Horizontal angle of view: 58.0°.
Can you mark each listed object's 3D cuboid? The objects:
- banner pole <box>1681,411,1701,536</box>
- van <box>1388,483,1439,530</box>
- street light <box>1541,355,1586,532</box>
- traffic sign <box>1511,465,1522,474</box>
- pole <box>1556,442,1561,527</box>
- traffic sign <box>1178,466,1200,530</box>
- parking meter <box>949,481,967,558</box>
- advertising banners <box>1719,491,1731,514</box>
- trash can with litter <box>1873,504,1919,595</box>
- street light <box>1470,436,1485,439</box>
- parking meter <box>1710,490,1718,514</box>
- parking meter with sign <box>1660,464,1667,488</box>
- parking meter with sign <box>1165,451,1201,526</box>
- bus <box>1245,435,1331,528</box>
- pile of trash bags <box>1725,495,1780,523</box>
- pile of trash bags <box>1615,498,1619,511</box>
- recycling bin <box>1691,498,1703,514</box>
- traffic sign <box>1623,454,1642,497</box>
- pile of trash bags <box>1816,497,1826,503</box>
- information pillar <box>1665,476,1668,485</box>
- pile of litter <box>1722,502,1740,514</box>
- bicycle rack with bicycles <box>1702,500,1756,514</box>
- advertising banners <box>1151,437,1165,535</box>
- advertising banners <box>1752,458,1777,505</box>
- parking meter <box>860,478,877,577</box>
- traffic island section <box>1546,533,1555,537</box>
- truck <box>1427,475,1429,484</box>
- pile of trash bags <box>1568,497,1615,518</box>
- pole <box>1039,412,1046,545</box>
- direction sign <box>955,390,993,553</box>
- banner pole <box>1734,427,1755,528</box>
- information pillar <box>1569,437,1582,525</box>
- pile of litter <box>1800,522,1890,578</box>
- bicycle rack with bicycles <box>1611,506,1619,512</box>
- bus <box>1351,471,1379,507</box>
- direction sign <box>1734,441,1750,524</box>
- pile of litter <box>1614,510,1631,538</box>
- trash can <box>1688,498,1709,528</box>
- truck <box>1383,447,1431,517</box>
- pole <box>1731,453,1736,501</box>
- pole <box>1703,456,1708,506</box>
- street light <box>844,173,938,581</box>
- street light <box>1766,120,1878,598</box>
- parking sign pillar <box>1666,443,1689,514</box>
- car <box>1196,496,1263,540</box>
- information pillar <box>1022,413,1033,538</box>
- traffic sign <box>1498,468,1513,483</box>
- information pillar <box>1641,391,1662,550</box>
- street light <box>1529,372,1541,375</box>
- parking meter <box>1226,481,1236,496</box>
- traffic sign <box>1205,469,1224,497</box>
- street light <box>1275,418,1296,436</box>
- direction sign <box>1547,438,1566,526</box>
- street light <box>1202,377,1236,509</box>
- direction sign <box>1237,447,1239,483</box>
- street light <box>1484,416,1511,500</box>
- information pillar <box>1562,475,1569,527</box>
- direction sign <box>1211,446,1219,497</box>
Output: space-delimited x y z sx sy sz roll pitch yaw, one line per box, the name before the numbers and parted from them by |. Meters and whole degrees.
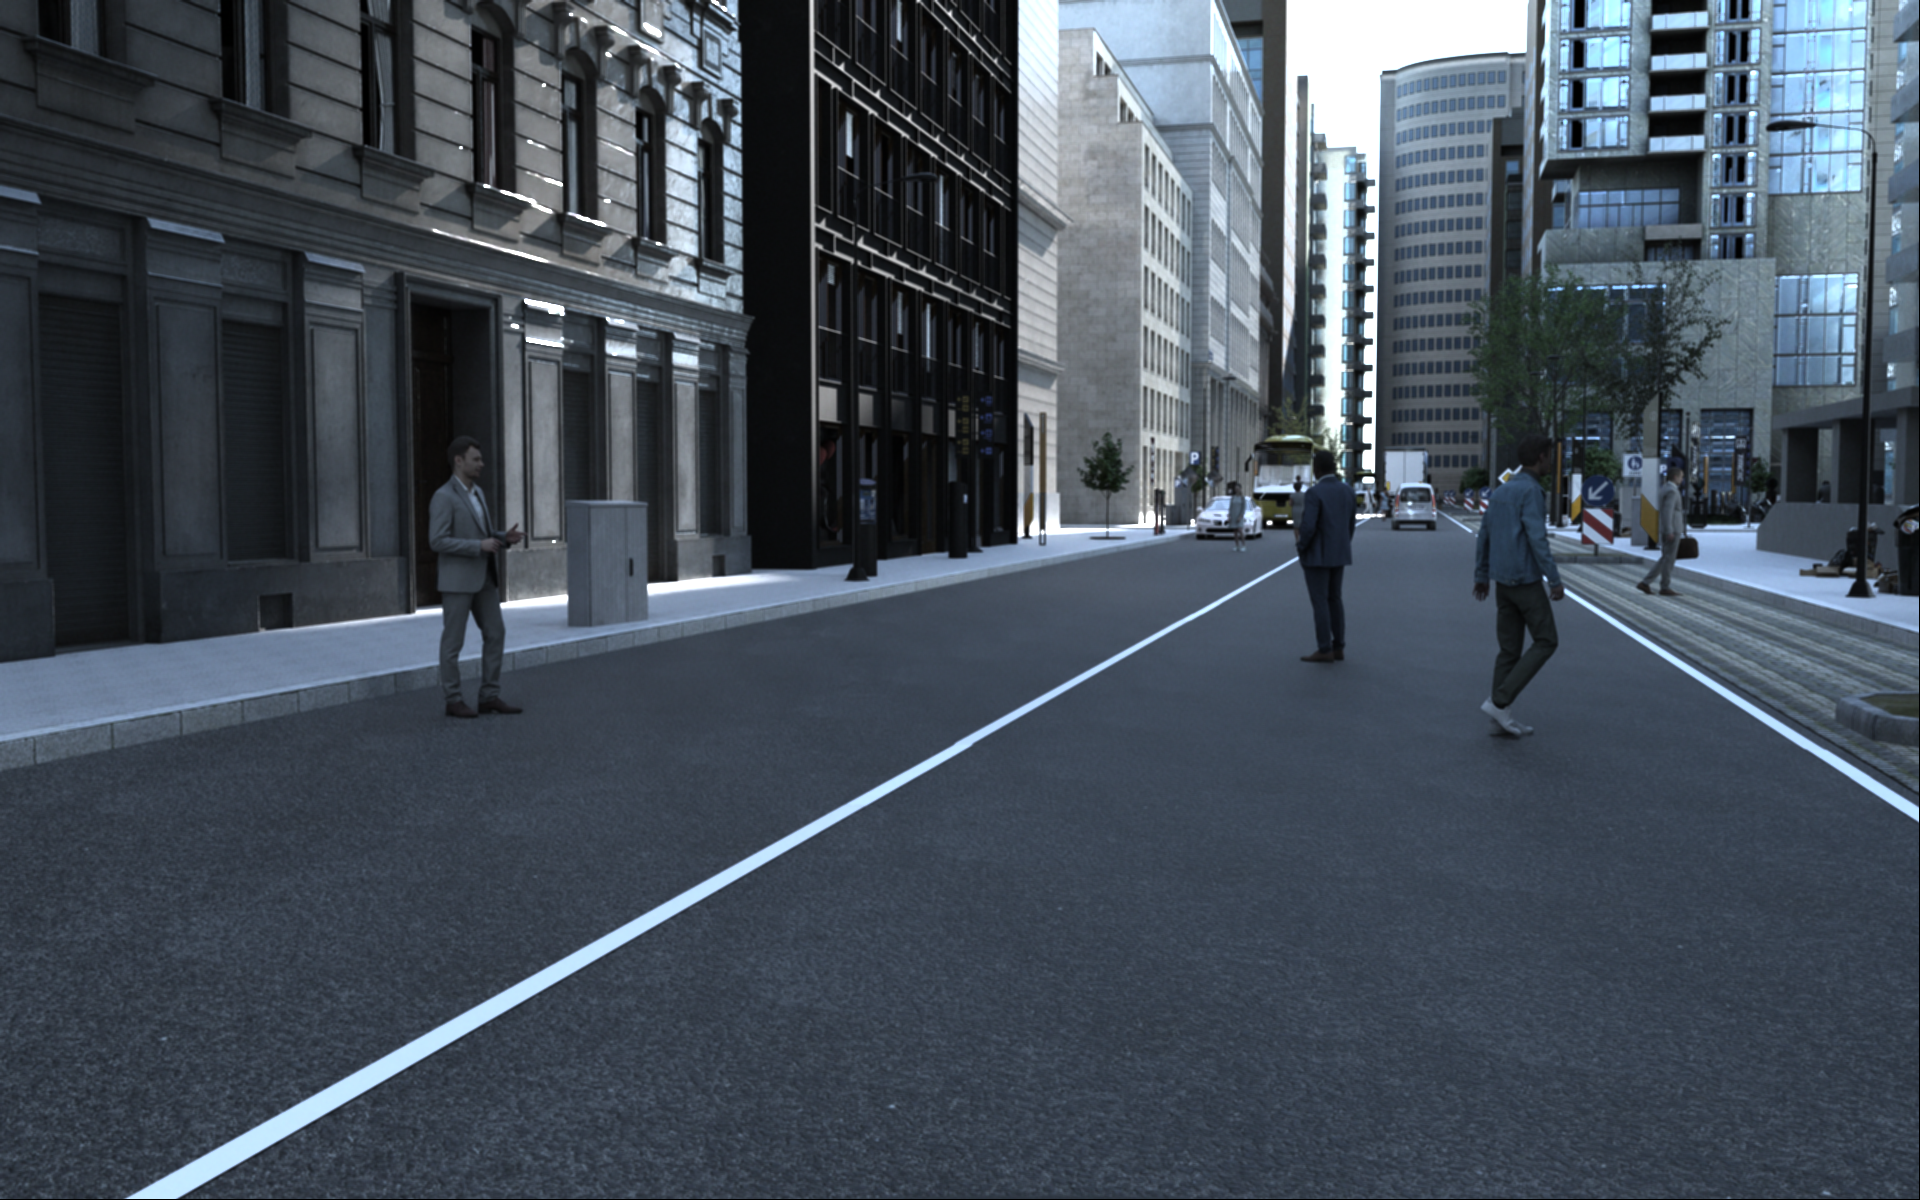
banner pole | 22.223 -3.830 52.629 0.863 3.779 0.401 -2 4 -33
van | 18.302 -3.844 69.868 2.013 2.044 4.112 1 4 13
street light | 20.325 -5.228 58.017 1.470 5.913 1.316 1 4 15
traffic sign | 18.913 -3.351 58.432 0.795 2.450 0.064 1 4 15
pole | 23.609 -4.547 68.182 0.158 3.312 0.155 0 3 0
traffic sign | 8.085 -3.524 61.267 0.795 2.450 0.064 1 4 15
parking meter | -0.042 -1.607 34.690 0.372 1.533 0.369 0 3 0
advertising banners | 41.195 -5.908 92.791 2.074 3.025 0.090 -3 5 -43
trash can with litter | 12.055 -0.656 22.109 0.624 1.170 1.055 0 4 -3
street light | 41.362 -10.141 138.344 1.470 5.913 1.316 1 4 15
parking meter | 45.398 -5.863 104.265 0.372 1.533 0.369 0 3 0
parking meter with sign | 41.447 -6.452 101.746 0.543 3.016 1.738 2 4 31
parking meter with sign | 9.039 -4.537 70.433 1.738 3.016 0.543 -3 5 -44
bus | 14.572 -5.141 75.606 2.896 3.916 12.252 1 4 16
pile of trash bags | 35.815 -4.133 77.324 1.912 1.369 3.447 -3 5 -40
pile of trash bags | 36.607 -5.428 98.493 1.912 1.369 3.447 1 4 22
recycling bin | 44.944 -5.682 105.459 0.722 1.027 0.722 0 4 2
traffic sign | 16.998 -2.539 43.648 0.606 2.300 0.079 1 4 19
pile of trash bags | 49.742 -5.295 96.319 1.912 1.369 3.447 -3 5 -45
information pillar | 28.455 -3.979 69.547 0.304 2.012 0.304 2 4 28
pile of litter | 40.362 -4.678 90.452 1.719 0.858 1.176 -3 5 -44
bicycle rack with bicycles | 42.757 -5.111 96.943 2.925 0.926 2.852 0 4 1
advertising banners | 6.163 -3.541 54.080 0.090 3.025 2.074 1 4 19
advertising banners | 38.697 -5.282 82.552 2.074 3.025 0.090 3 4 36
parking meter | -1.480 -1.137 27.005 0.372 1.533 0.369 0 3 0
traffic island section | 18.938 -2.215 58.503 2.009 0.180 2.903 1 4 15
truck | 34.191 -8.379 132.927 3.469 3.379 9.791 1 4 16
pile of trash bags | 33.702 -5.121 93.474 1.912 1.369 3.447 0 4 5
pole | 2.075 -3.028 43.357 0.158 3.312 0.155 0 3 0
direction sign | 0.316 -2.818 38.065 0.876 3.537 0.379 -1 4 -18
banner pole | 29.603 -4.609 65.376 0.401 3.779 0.863 -3 4 -38
information pillar | 25.383 -4.890 71.312 0.504 3.616 0.183 -2 4 -27
pile of litter | 13.764 -0.780 26.724 1.176 0.858 1.719 0 4 -6
bicycle rack with bicycles | 36.842 -4.912 93.686 2.852 0.926 2.925 0 4 -4
bus | 44.481 -12.143 190.076 2.896 3.916 12.252 1 4 14
direction sign | 33.761 -5.063 74.783 0.379 3.537 0.876 -1 4 -23
pile of litter | 19.804 -2.312 51.761 1.719 0.858 1.176 -3 5 -42
trash can | 27.678 -3.259 64.932 0.748 1.137 0.748 0 3 0
truck | 28.183 -7.361 109.266 2.839 4.237 11.283 1 4 16
pole | 38.662 -5.669 86.534 0.158 3.312 0.155 0 3 0
pole | 40.401 -6.117 93.863 0.158 3.312 0.155 0 3 0
street light | -1.005 -3.229 25.332 1.470 5.913 1.316 1 4 15
street light | 10.711 -2.998 21.562 1.470 5.913 1.316 1 4 15
parking sign pillar | 37.468 -6.238 90.456 1.447 3.967 1.447 -1 4 -13
car | 8.769 -2.679 56.160 2.083 1.381 4.827 1 4 14
information pillar | 1.973 -3.587 49.995 0.183 3.616 0.504 -1 4 -23
traffic sign | 20.929 -3.824 66.159 0.795 2.450 0.064 1 4 15
information pillar | 15.888 -2.963 39.802 0.183 3.616 0.504 -1 4 -23
street light | 22.309 -5.704 65.802 1.470 5.913 1.316 1 4 15
parking meter | 12.224 -4.423 78.030 0.399 1.863 0.255 3 5 42
traffic sign | 10.101 -3.997 68.995 0.795 2.450 0.064 1 4 15
street light | 19.730 -8.131 105.476 1.470 5.913 1.316 1 4 15
direction sign | 24.046 -4.780 70.142 0.876 3.537 0.379 2 4 34
street light | 10.242 -5.886 68.774 1.470 5.913 1.316 1 4 15
direction sign | 13.381 -5.593 83.436 0.379 3.537 0.876 0 4 7
street light | 31.838 -7.923 102.088 1.470 5.913 1.316 1 4 15
information pillar | 23.866 -3.916 68.515 0.304 2.012 0.304 -1 4 -9
direction sign | 12.106 -5.523 82.298 0.379 3.537 0.876 2 4 30
